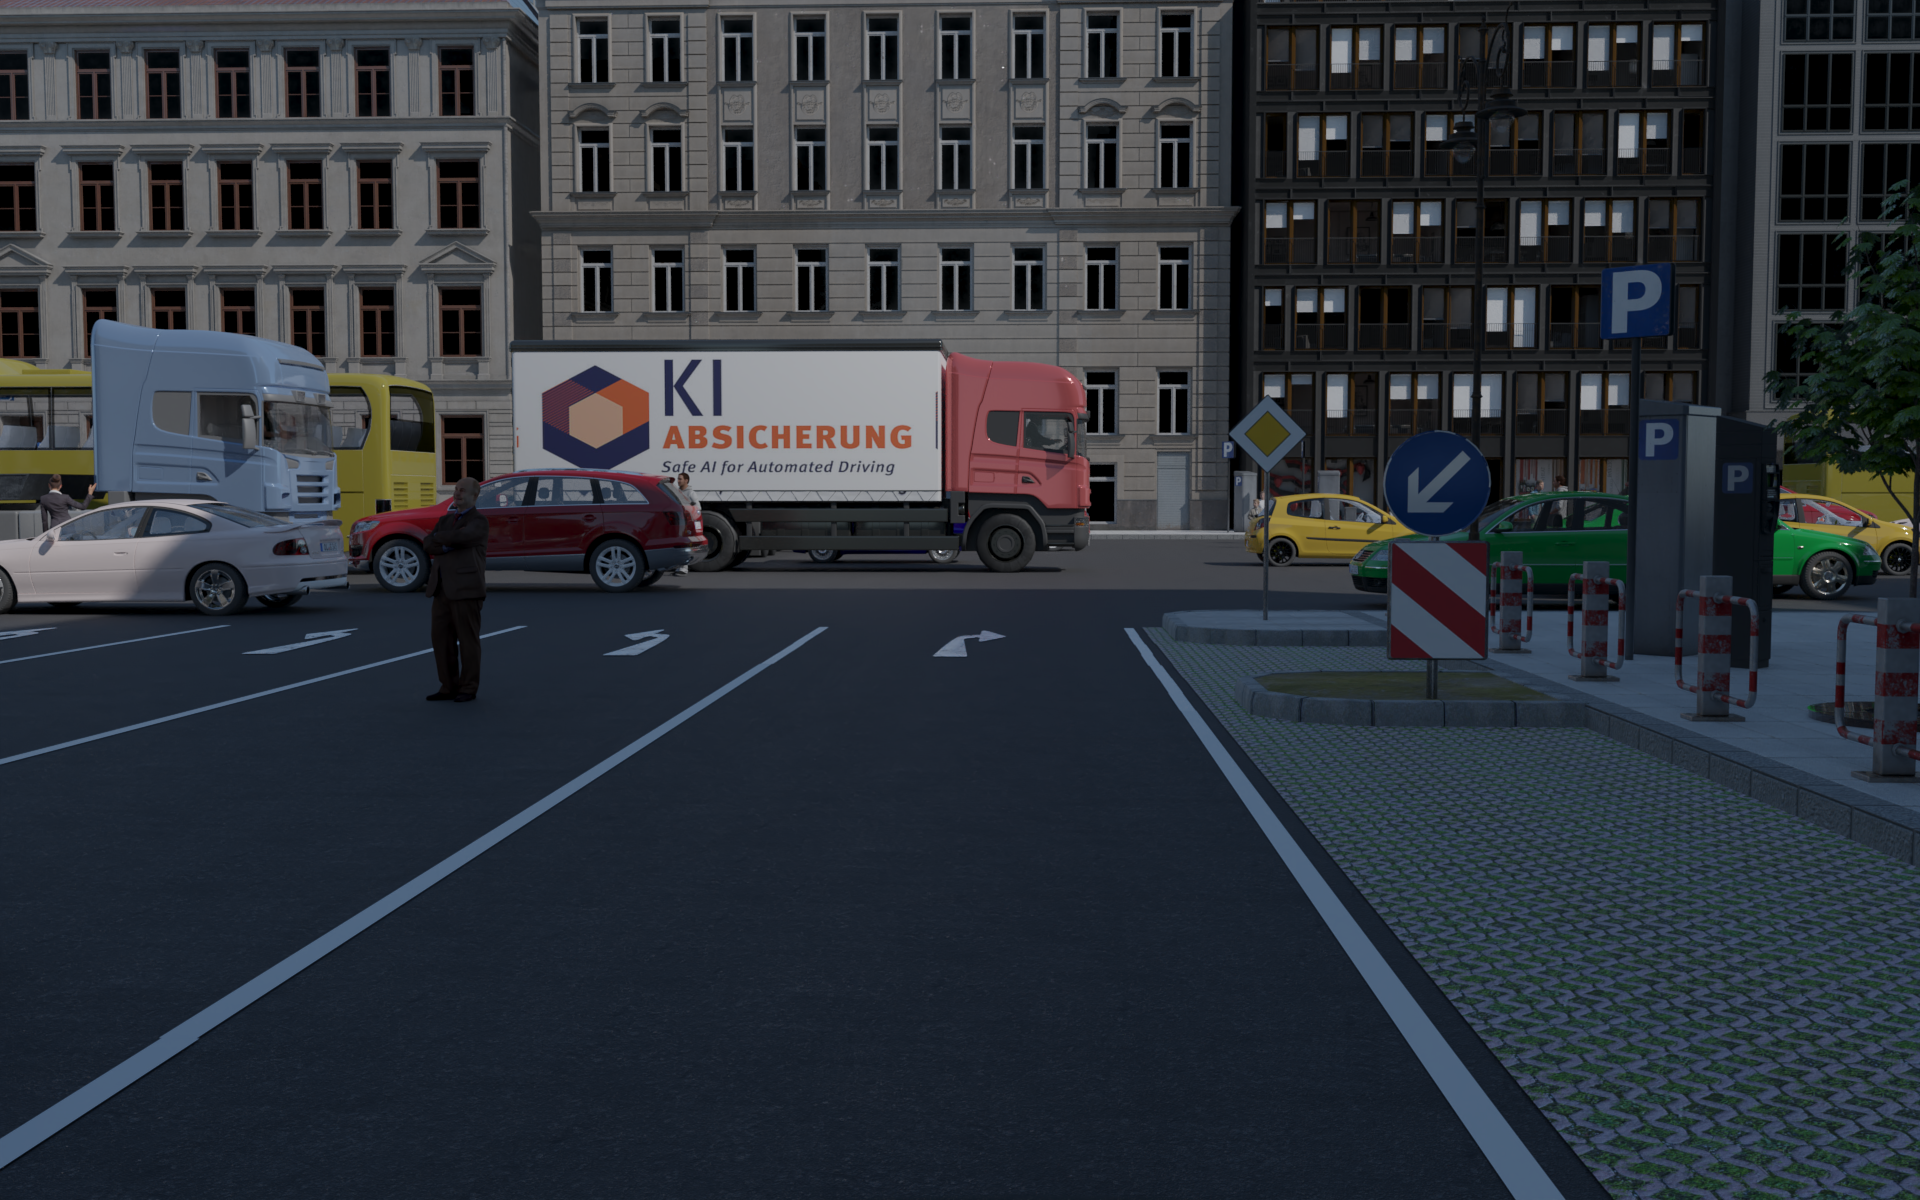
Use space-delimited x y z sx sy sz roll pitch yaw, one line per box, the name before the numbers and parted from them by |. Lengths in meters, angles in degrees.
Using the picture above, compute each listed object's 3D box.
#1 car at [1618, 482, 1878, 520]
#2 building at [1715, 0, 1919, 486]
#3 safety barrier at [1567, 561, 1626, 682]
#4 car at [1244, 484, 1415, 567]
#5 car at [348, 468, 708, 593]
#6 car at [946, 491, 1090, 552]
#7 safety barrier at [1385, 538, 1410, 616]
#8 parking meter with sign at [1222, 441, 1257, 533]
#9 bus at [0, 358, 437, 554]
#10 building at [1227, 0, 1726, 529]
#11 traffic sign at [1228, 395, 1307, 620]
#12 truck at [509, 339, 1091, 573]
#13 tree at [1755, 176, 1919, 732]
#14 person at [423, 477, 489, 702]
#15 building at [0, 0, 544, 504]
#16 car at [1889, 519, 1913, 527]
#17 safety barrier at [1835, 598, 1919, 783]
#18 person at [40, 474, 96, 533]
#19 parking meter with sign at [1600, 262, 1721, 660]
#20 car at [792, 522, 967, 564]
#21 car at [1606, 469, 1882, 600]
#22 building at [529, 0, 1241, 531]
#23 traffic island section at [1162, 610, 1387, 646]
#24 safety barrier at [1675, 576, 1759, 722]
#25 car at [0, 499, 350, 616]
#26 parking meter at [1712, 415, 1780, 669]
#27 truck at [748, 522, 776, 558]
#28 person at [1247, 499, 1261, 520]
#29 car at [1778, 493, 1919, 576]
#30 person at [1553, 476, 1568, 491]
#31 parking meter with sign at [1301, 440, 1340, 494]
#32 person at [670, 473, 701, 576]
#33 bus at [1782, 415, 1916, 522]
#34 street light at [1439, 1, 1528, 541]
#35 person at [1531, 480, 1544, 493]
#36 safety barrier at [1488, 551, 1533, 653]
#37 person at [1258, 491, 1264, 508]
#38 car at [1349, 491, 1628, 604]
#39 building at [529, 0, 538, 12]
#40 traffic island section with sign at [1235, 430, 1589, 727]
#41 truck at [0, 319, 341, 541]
car | 15.848 -1.625 35.240 5.304 1.827 2.281 0 4 4
building | 41.014 -15.045 65.049 30.058 24.678 14.314 0 4 2
safety barrier | 4.366 0.145 11.908 0.300 0.817 1.120 0 4 2
car | 7.743 -1.503 34.795 3.980 1.641 2.015 0 4 3
car | -6.473 -1.062 26.044 5.304 1.827 2.281 0 4 0
car | 0.667 -2.169 44.135 5.304 1.827 2.281 0 4 1
safety barrier | 4.628 -0.237 18.155 0.300 0.817 1.120 0 4 2
parking meter with sign | 9.567 -3.769 57.882 1.738 3.016 0.543 -3 4 -36
bus | -16.024 -2.458 31.737 12.252 3.916 2.896 0 4 3
building | 17.980 -14.378 64.750 15.834 23.373 12.332 0 4 2
traffic sign | 3.107 -0.852 17.572 0.795 2.450 0.064 0 4 2
truck | -2.539 -2.671 32.586 11.283 4.237 2.839 0 4 2
tree | 5.501 -0.924 9.712 1.663 3.219 1.824 0 3 0
person | -3.460 -0.073 11.957 0.482 1.546 0.388 2 4 35
building | -25.578 -14.094 66.596 21.152 22.565 11.583 0 4 2
car | 23.625 -1.682 39.869 4.827 1.381 2.083 0 4 2
safety barrier | 4.191 0.399 7.751 0.300 0.817 1.120 0 4 2
person | -13.248 -1.005 25.735 0.742 1.727 0.445 -3 5 -42
parking meter with sign | 5.769 -1.078 13.879 1.738 3.016 0.543 -3 5 -44
car | -1.617 -1.464 36.516 3.894 1.354 1.945 0 4 3
car | 10.329 -0.940 24.160 4.718 1.807 1.959 0 4 0
building | -2.455 -16.428 65.859 25.104 27.353 12.463 0 4 2
traffic island section | 3.131 0.283 17.648 2.009 0.180 2.903 0 4 2
safety barrier | 4.280 0.272 9.825 0.300 0.817 1.120 0 4 2
car | -10.035 -0.546 21.287 4.827 1.381 2.083 0 4 3
parking meter | 5.809 -0.434 12.812 0.255 1.863 0.399 -3 5 -42
truck | -5.373 -3.272 42.410 2.839 4.237 11.283 0 4 3
person | 7.921 -2.048 46.254 0.475 1.303 0.640 -1 4 -20
car | 15.332 -1.283 31.204 3.980 1.641 2.015 0 4 3
person | 12.094 -1.626 35.226 0.789 1.805 0.875 2 4 26
parking meter with sign | 11.990 -3.671 56.280 1.738 3.016 0.543 0 4 6
person | -4.910 -1.320 30.225 0.875 1.805 0.789 3 5 41
bus | 27.592 -3.201 43.888 12.252 3.916 2.896 0 4 3
street light | 5.062 -2.700 16.926 0.468 5.910 1.993 0 4 2
person | 14.224 -2.076 42.787 0.601 1.785 0.444 -2 4 -25
safety barrier | 4.452 0.017 13.998 0.300 0.817 1.120 0 4 2
person | 8.822 -2.401 50.355 0.523 1.515 0.503 2 4 35
car | 7.350 -0.804 21.947 4.718 1.807 1.959 0 4 2
building | -42.228 -36.039 131.244 21.231 58.520 28.212 0 4 2
traffic island section with sign | 2.889 -0.178 11.541 1.989 1.847 2.006 0 4 2
truck | -18.950 -2.337 27.970 18.799 4.110 2.967 0 4 3
